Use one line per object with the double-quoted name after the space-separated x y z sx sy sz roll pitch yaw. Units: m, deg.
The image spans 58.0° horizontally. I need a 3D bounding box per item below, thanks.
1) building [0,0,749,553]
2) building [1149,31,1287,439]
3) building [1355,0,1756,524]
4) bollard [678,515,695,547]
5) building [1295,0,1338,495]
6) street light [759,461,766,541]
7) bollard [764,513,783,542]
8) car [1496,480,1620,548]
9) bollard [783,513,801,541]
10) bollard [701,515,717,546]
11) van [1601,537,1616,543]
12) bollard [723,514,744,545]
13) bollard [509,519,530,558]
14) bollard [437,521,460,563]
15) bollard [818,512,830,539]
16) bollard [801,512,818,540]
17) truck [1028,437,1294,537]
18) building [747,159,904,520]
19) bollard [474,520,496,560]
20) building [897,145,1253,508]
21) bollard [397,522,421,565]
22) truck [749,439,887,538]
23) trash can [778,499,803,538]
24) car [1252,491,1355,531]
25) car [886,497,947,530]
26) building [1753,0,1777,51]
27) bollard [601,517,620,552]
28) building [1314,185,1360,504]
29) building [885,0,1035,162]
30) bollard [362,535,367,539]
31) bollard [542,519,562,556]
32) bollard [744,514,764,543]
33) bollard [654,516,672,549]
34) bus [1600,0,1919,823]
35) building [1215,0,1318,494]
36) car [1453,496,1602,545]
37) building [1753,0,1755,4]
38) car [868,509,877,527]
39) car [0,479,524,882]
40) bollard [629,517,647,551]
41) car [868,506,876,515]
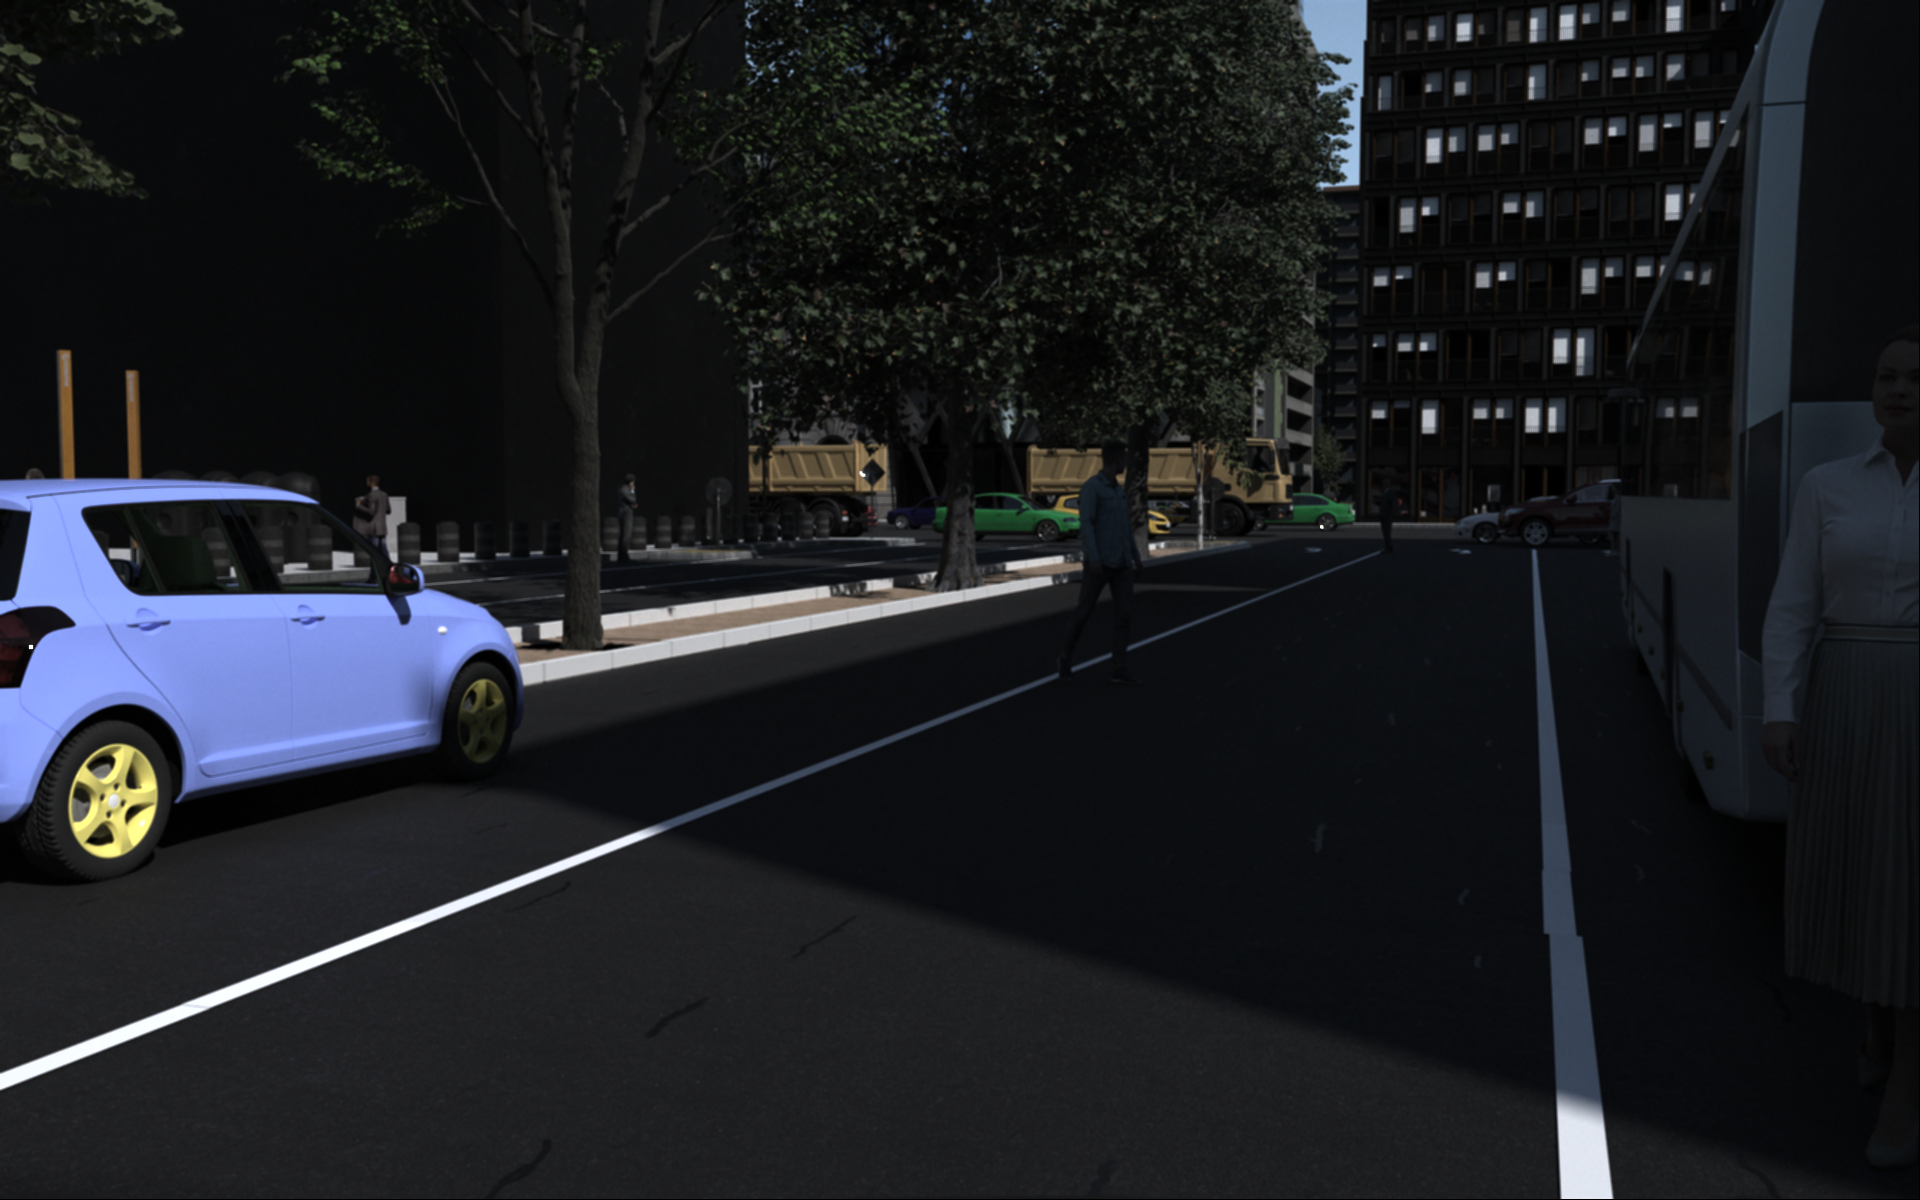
-15.390 -13.168 44.968 15.834 23.373 12.332 1 4 18 "building"
19.824 -28.445 148.669 14.154 41.232 14.086 1 4 18 "building"
26.885 -15.263 79.224 15.834 23.373 12.332 1 4 18 "building"
-6.591 -1.654 41.764 0.404 0.777 0.398 0 3 0 "bollard"
25.565 -53.835 192.866 31.000 86.520 22.319 1 4 18 "building"
-4.799 -4.538 46.745 1.470 5.913 1.316 1 4 18 "street light"
-5.078 -1.935 46.350 0.404 0.777 0.398 0 3 0 "bollard"
17.217 -2.319 46.596 5.304 1.827 2.281 1 4 17 "car"
-4.700 -2.005 47.500 0.404 0.777 0.398 0 3 0 "bollard"
-6.213 -1.724 42.905 0.404 0.777 0.398 0 3 0 "bollard"
21.148 -2.878 51.442 5.245 2.365 2.240 1 4 18 "van"
-5.835 -1.795 44.063 0.404 0.777 0.398 0 3 0 "bollard"
-8.861 -1.232 34.856 0.404 0.777 0.398 0 3 0 "bollard"
-9.620 -1.091 32.550 0.404 0.777 0.398 0 3 0 "bollard"
-3.951 -2.145 49.784 0.404 0.777 0.398 0 3 0 "bollard"
-4.323 -2.075 48.641 0.404 0.777 0.398 0 3 0 "bollard"
7.345 -3.904 59.749 9.791 3.379 3.469 1 4 19 "truck"
-13.184 -15.411 93.777 24.055 21.916 13.314 1 4 18 "building"
-9.240 -1.161 33.700 0.404 0.777 0.398 0 3 0 "bollard"
6.709 -13.548 88.965 16.811 18.784 16.820 1 4 18 "building"
-9.997 -1.021 31.409 0.404 0.777 0.398 0 3 0 "bollard"
-7.378 -3.749 57.220 9.791 3.379 3.469 1 4 18 "truck"
-4.968 -2.396 50.823 0.748 1.137 0.748 0 3 0 "trash can"
13.096 -3.619 67.969 4.718 1.807 1.959 1 4 17 "car"
-0.973 -3.532 70.334 3.894 1.354 1.945 1 4 19 "car"
46.325 -16.790 71.781 25.104 27.353 12.463 1 4 18 "building"
-7.730 -1.443 38.308 0.404 0.777 0.398 0 3 0 "bollard"
59.158 -35.874 241.161 28.867 44.769 22.147 1 4 18 "building"
-4.126 -54.412 202.312 31.000 86.520 22.319 1 4 18 "building"
-10.382 -0.950 30.242 0.404 0.777 0.398 0 3 0 "bollard"
-8.478 -1.303 36.022 0.404 0.777 0.398 0 3 0 "bollard"
-5.456 -1.865 45.209 0.404 0.777 0.398 0 3 0 "bollard"
-6.969 -1.584 40.615 0.404 0.777 0.398 0 3 0 "bollard"
5.620 -0.971 10.728 2.948 3.499 13.247 1 4 19 "bus"
22.131 -33.195 166.435 21.300 48.544 21.600 1 4 18 "building"
16.670 -2.286 49.743 4.827 1.381 2.083 1 4 19 "car"
64.824 -27.571 134.381 14.154 41.232 14.086 1 4 18 "building"
-5.344 -3.492 66.130 4.494 1.783 2.155 1 4 16 "car"
-3.515 0.105 7.871 1.945 1.707 3.694 1 4 18 "car"
-7.350 -1.514 39.467 0.404 0.777 0.398 0 3 0 "bollard"
-6.035 -4.335 79.925 4.494 1.783 2.155 1 4 16 "car"
